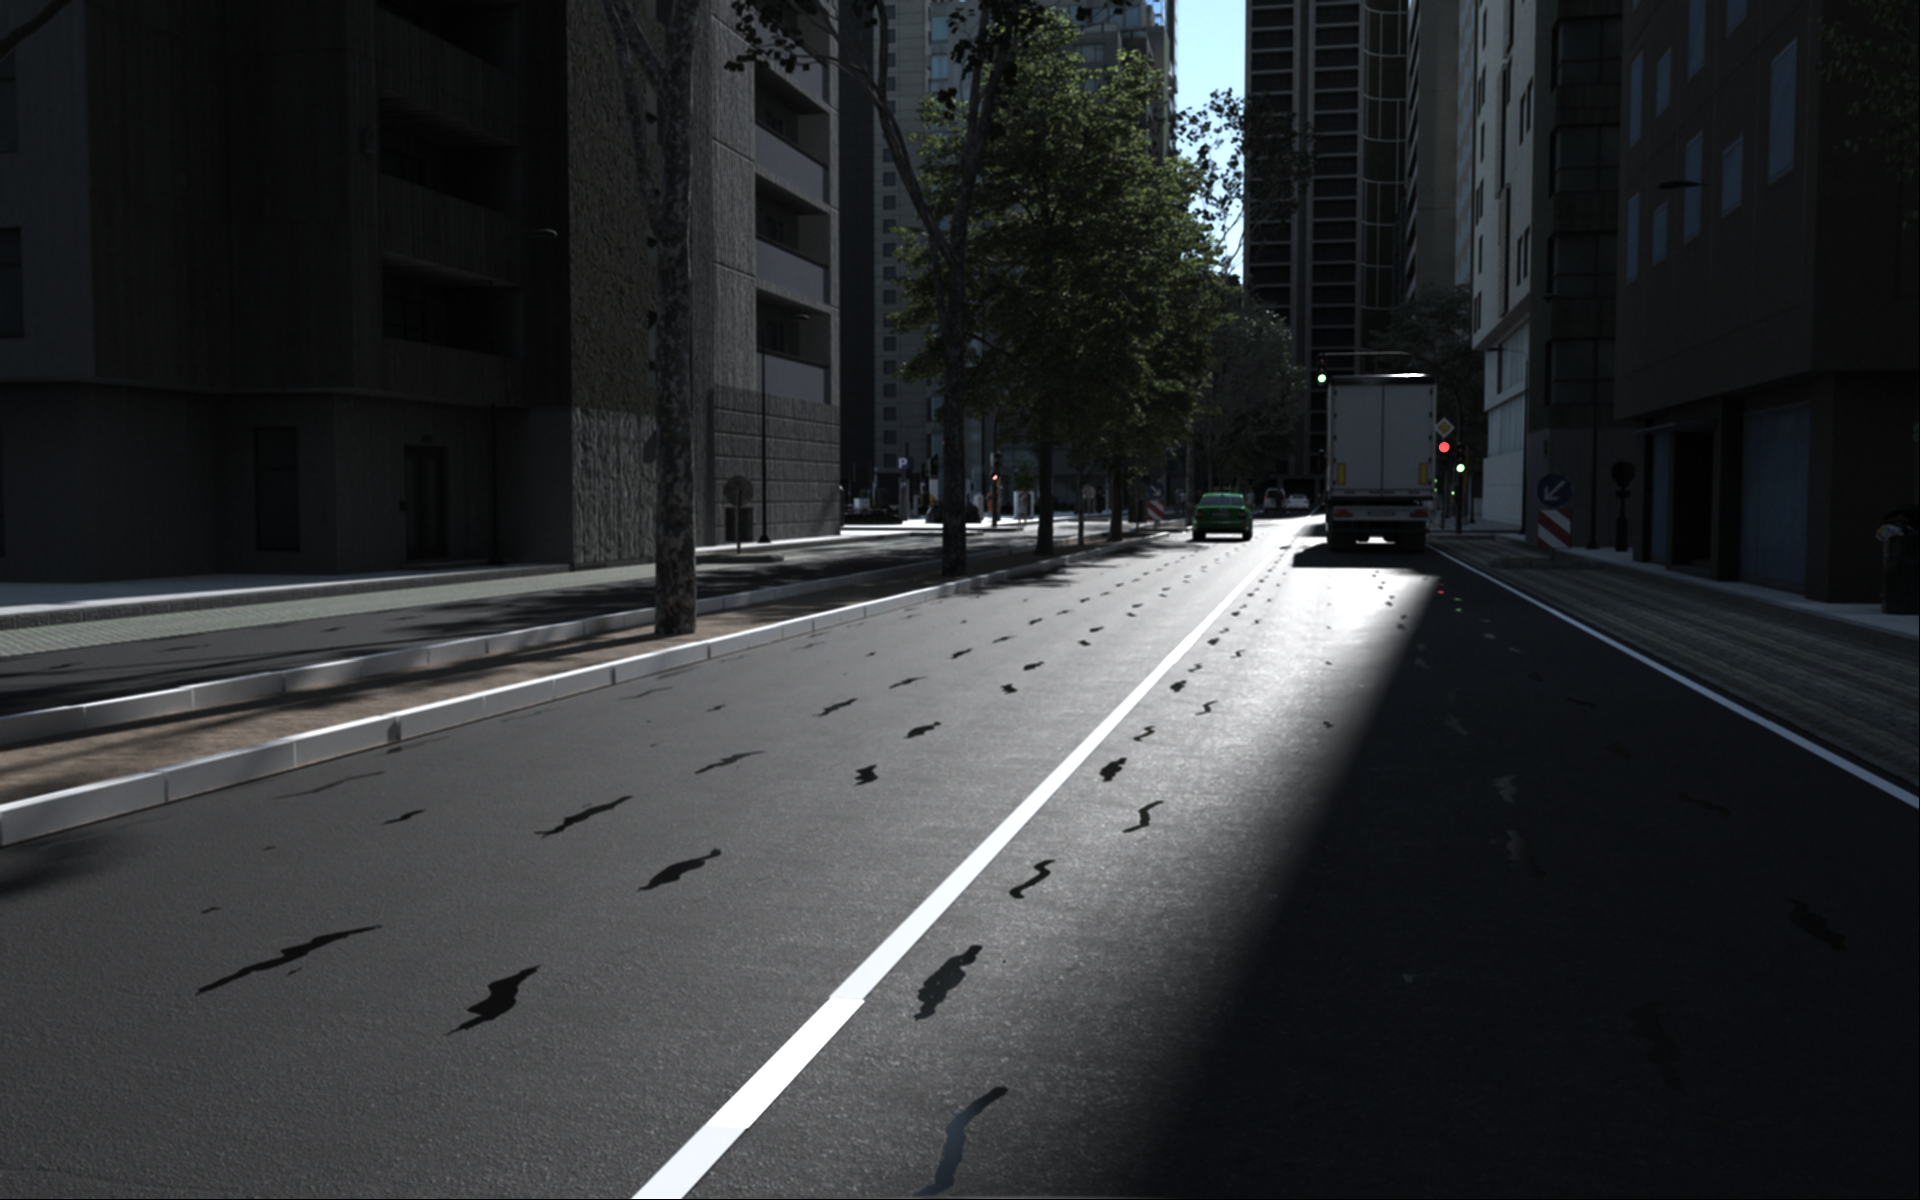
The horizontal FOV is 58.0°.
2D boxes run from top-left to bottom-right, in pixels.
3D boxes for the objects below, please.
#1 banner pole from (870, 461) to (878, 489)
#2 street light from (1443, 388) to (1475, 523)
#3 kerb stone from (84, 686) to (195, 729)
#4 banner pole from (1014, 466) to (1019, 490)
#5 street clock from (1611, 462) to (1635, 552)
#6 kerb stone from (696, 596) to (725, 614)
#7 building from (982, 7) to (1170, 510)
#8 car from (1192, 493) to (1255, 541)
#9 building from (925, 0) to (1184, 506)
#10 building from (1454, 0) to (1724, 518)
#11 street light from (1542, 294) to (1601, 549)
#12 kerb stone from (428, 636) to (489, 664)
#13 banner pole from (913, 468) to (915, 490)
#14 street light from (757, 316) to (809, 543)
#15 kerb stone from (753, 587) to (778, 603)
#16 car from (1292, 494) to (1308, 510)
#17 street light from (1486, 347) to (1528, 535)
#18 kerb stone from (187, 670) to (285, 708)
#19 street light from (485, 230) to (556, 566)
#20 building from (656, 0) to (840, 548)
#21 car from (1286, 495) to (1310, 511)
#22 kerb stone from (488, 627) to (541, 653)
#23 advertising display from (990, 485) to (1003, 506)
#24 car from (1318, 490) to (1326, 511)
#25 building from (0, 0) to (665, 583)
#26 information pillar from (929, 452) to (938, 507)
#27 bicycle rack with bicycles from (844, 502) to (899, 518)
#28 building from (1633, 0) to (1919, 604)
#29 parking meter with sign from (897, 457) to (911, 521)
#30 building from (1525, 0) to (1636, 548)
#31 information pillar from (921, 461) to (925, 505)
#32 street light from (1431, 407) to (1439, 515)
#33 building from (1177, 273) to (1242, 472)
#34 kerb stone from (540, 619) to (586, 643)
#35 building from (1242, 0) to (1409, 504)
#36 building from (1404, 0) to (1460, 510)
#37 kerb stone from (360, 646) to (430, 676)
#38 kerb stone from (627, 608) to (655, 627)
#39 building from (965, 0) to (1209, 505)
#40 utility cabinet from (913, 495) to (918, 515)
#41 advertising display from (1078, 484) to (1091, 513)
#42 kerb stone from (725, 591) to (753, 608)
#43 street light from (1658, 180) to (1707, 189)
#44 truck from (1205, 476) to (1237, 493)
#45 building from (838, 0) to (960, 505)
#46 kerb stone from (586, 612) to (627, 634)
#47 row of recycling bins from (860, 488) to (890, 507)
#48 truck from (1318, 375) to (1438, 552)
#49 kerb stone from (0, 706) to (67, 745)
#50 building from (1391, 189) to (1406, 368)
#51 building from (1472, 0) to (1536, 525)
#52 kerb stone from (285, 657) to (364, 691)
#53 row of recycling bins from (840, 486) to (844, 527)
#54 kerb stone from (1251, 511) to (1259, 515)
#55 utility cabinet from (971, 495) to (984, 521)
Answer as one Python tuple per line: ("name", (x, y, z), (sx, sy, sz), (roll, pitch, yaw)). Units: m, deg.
("banner pole", (-6.632, -8.729, 132.737), (0.863, 3.779, 0.401), (1, 4, 13))
("street light", (21.998, -6.337, 76.154), (1.470, 5.913, 1.316), (1, 4, 12))
("kerb stone", (-5.242, 0.692, 10.982), (0.120, 0.150, 1.000), (1, 4, 12))
("banner pole", (4.636, -8.988, 136.968), (0.863, 3.779, 0.401), (0, 4, -5))
("street clock", (14.777, -2.083, 38.630), (0.358, 2.002, 0.471), (-2, 4, -31))
("kerb stone", (-3.106, 0.072, 21.012), (0.120, 0.150, 1.000), (1, 4, 12))
("building", (10.138, -28.424, 148.331), (14.154, 41.232, 14.086), (1, 4, 12))
("car", (8.349, -2.816, 54.846), (1.959, 1.807, 4.718), (1, 4, 11))
("building", (9.613, -33.731, 171.108), (23.786, 49.044, 30.456), (1, 4, 12))
("building", (39.965, -28.293, 112.698), (14.600, 45.320, 14.200), (1, 4, 12))
("street light", (14.213, -4.142, 40.271), (1.470, 5.913, 1.316), (1, 4, 12))
("kerb stone", (-4.393, 0.444, 14.983), (0.120, 0.150, 1.000), (1, 4, 12))
("banner pole", (-4.118, -9.411, 143.881), (0.863, 3.779, 0.401), (1, 4, 14))
("street light", (-4.620, -4.450, 45.306), (1.470, 5.913, 1.316), (1, 4, 12))
("kerb stone", (-2.673, -0.051, 23.022), (0.120, 0.150, 1.000), (1, 4, 12))
("car", (31.044, -9.018, 159.443), (2.014, 1.417, 4.499), (1, 4, 13))
("street light", (17.348, -5.036, 54.880), (1.470, 5.913, 1.316), (1, 4, 12))
("kerb stone", (-5.037, 0.625, 11.983), (0.120, 0.150, 1.000), (1, 4, 12))
("street light", (-7.777, -3.557, 30.701), (1.470, 5.913, 1.316), (1, 4, 12))
("building", (-18.363, -31.119, 50.801), (28.212, 58.520, 21.231), (1, 4, 12))
("car", (28.130, -8.068, 144.268), (2.083, 1.381, 4.827), (1, 4, 11))
("kerb stone", (-4.171, 0.382, 15.993), (0.120, 0.150, 1.000), (1, 4, 12))
("advertising display", (2.639, -7.279, 124.217), (0.974, 1.923, 0.123), (-2, 4, -23))
("car", (31.733, -8.522, 148.000), (2.281, 1.827, 5.304), (1, 4, 12))
("building", (-14.417, -15.823, 30.407), (14.160, 30.474, 14.107), (1, 4, 12))
("information pillar", (-1.449, -6.411, 96.175), (0.504, 3.616, 0.183), (-1, 4, -23))
("bicycle rack with bicycles", (-4.128, -3.874, 76.724), (2.925, 0.926, 2.852), (-1, 4, -17))
("building", (17.982, -22.875, 24.111), (14.600, 45.320, 14.200), (1, 4, 12))
("parking meter with sign", (-2.658, -5.311, 83.098), (0.543, 3.016, 1.738), (0, 4, 4))
("building", (22.495, -16.790, 46.214), (14.160, 30.474, 14.107), (1, 4, 12))
("information pillar", (-2.648, -8.098, 123.763), (0.183, 3.616, 0.504), (2, 4, 30))
("street light", (25.151, -7.258, 91.207), (1.470, 5.913, 1.316), (1, 4, 12))
("building", (30.128, -28.041, 230.179), (14.107, 30.474, 14.160), (1, 4, 12))
("kerb stone", (-3.962, 0.318, 16.997), (0.120, 0.150, 1.000), (1, 4, 12))
("building", (48.196, -48.337, 228.557), (20.611, 71.187, 20.563), (1, 4, 12))
("building", (48.916, -31.927, 145.711), (21.300, 48.544, 21.600), (1, 4, 12))
("kerb stone", (-4.608, 0.502, 13.982), (0.120, 0.150, 1.000), (1, 4, 12))
("kerb stone", (-3.536, 0.195, 19.012), (0.120, 0.150, 1.000), (1, 4, 12))
("building", (13.643, -54.655, 206.284), (31.000, 86.520, 22.319), (1, 4, 12))
("utility cabinet", (-2.848, -5.149, 95.355), (1.020, 1.237, 0.306), (1, 4, 18))
("advertising display", (8.267, -6.716, 115.015), (0.974, 1.923, 0.123), (2, 4, 32))
("kerb stone", (-2.883, 0.011, 22.009), (0.120, 0.150, 1.000), (1, 4, 12))
("street light", (11.016, -3.250, 25.674), (1.470, 5.913, 1.316), (1, 4, 12))
("truck", (24.404, -9.973, 158.976), (3.469, 3.379, 9.791), (1, 4, 11))
("building", (-11.748, -47.305, 211.694), (20.611, 71.187, 20.563), (1, 4, 12))
("kerb stone", (-3.746, 0.256, 18.008), (0.120, 0.150, 1.000), (1, 4, 12))
("row of recycling bins", (-6.004, -7.053, 122.433), (1.069, 1.692, 3.534), (-2, 4, -31))
("truck", (11.086, -3.520, 46.466), (2.839, 4.237, 11.283), (1, 4, 11))
("kerb stone", (-5.455, 0.747, 9.982), (0.120, 0.150, 1.000), (1, 4, 12))
("building", (48.826, -24.037, 164.709), (14.160, 30.474, 14.107), (1, 4, 12))
("building", (36.151, -29.531, 72.064), (27.495, 52.752, 28.713), (1, 4, 12))
("kerb stone", (-4.817, 0.570, 12.982), (0.120, 0.150, 1.000), (1, 4, 12))
("row of recycling bins", (-5.528, -3.797, 69.200), (1.069, 1.692, 3.534), (-2, 4, -24))
("kerb stone", (21.360, -6.308, 125.358), (0.120, 0.150, 1.000), (1, 4, 12))
("utility cabinet", (0.909, -4.459, 84.068), (0.306, 1.237, 1.020), (-1, 4, -11))
